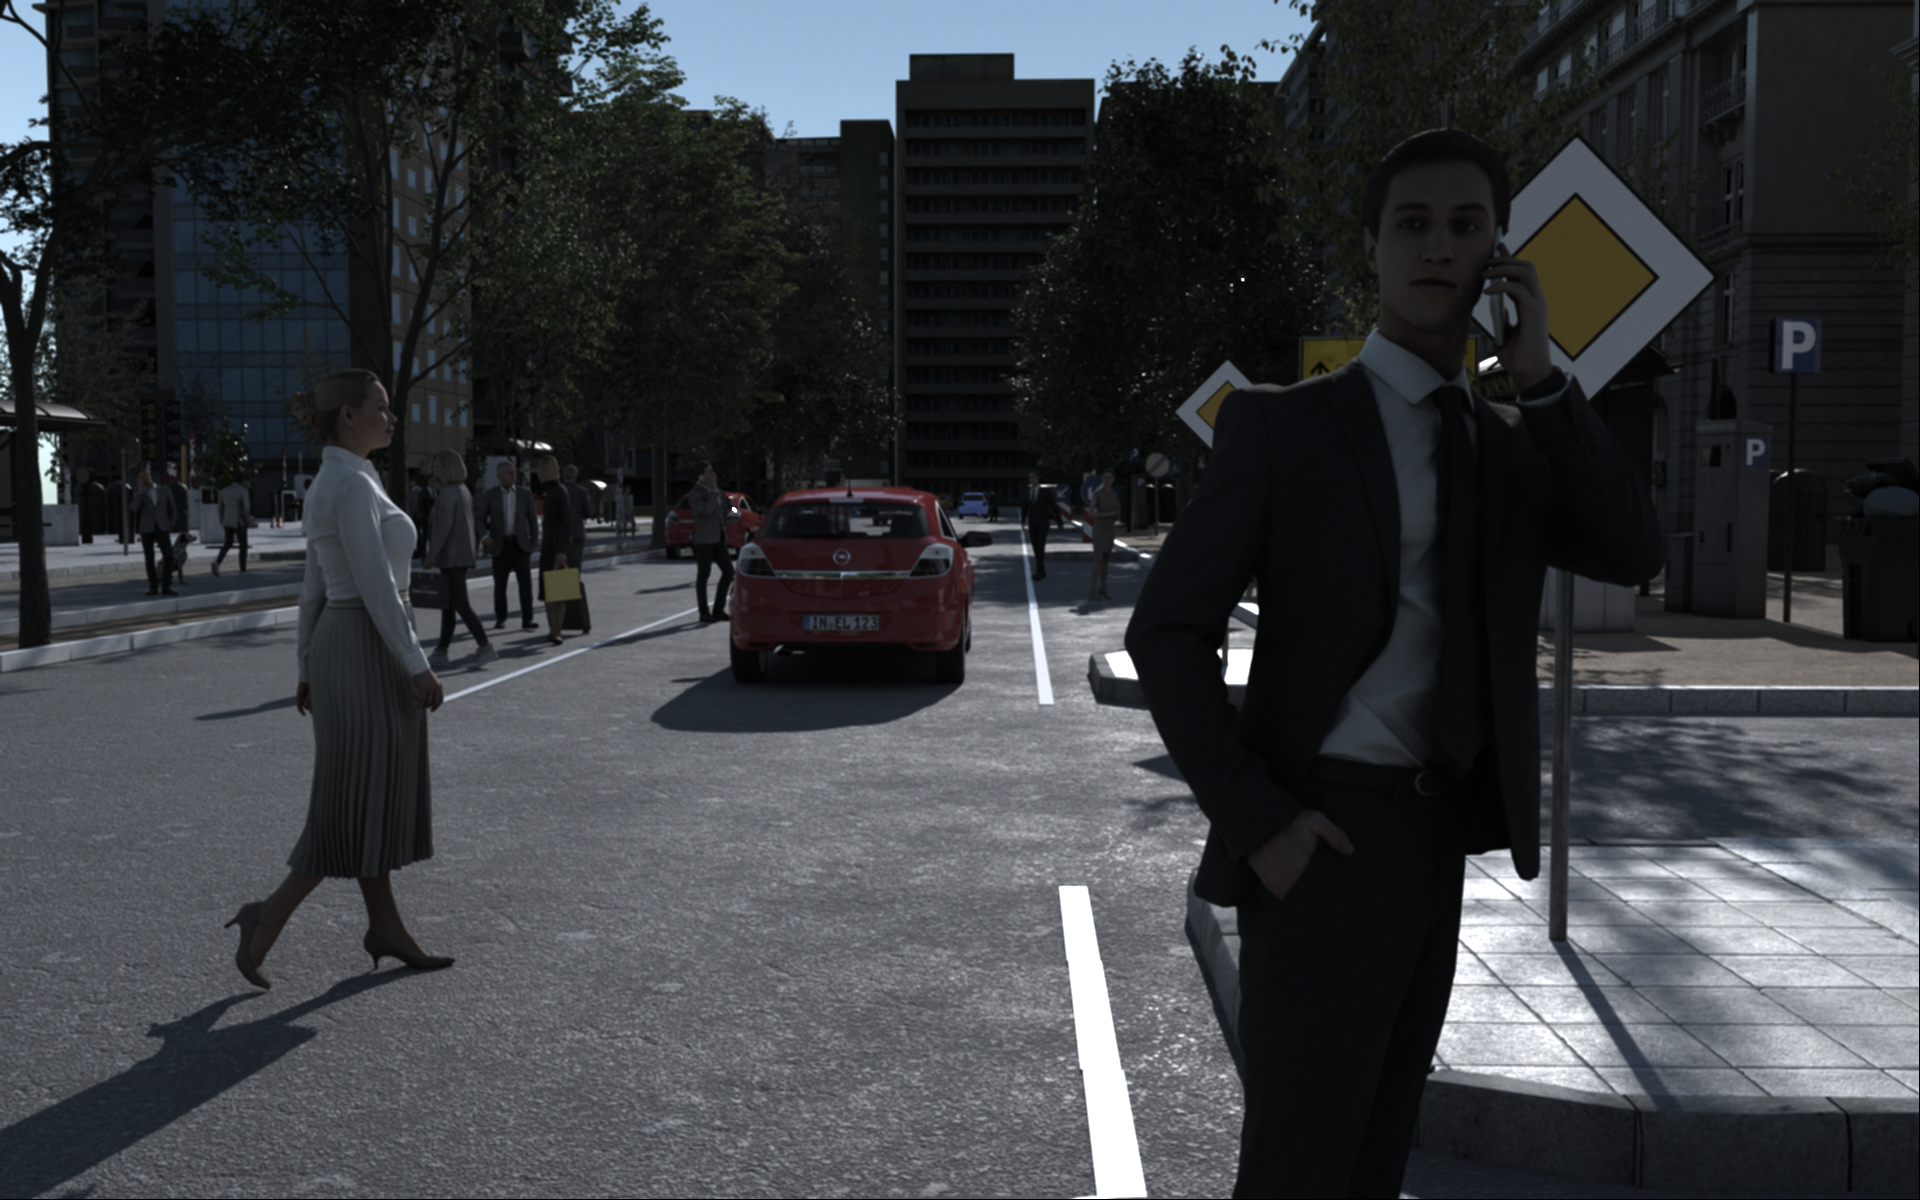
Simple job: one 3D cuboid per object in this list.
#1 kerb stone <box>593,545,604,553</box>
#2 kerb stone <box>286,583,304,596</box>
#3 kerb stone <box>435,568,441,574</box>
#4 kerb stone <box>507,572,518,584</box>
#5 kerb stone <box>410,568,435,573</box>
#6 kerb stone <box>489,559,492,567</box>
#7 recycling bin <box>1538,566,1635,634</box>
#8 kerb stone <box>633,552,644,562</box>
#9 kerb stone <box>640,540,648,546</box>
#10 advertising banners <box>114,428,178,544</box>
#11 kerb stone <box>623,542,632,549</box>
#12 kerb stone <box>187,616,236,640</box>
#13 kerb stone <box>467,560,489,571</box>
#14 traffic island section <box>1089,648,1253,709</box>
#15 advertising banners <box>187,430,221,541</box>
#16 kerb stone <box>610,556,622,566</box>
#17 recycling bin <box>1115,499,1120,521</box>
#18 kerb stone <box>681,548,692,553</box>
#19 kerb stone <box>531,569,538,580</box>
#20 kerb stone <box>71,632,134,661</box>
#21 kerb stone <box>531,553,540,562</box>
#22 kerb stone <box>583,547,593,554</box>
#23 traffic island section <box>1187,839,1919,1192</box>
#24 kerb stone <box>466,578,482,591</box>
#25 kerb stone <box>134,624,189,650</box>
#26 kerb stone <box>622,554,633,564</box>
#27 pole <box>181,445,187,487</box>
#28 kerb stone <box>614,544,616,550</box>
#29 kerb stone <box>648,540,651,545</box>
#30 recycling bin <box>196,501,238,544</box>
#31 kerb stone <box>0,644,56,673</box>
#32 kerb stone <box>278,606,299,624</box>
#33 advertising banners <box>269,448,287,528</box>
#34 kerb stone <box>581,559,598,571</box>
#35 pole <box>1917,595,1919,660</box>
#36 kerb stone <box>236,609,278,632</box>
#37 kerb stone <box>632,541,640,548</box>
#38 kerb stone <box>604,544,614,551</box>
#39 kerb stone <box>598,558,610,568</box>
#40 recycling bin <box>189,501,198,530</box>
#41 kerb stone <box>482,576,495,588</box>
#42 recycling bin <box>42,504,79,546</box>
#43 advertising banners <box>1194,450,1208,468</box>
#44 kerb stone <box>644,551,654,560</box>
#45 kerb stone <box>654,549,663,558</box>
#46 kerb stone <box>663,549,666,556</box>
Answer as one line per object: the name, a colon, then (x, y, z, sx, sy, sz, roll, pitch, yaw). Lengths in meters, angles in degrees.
kerb stone: (-8.892, -1.216, 42.073, 0.120, 0.150, 1.000, 0, 4, 2)
kerb stone: (-9.469, -0.151, 24.670, 0.120, 0.150, 1.000, 0, 4, 2)
kerb stone: (-9.262, -0.527, 30.811, 0.120, 0.150, 1.000, 0, 4, 2)
kerb stone: (-7.265, -0.335, 27.672, 0.120, 0.150, 1.000, 0, 4, 2)
kerb stone: (-9.299, -0.464, 29.790, 0.120, 0.150, 1.000, 0, 4, 2)
kerb stone: (-9.169, -0.715, 33.887, 0.120, 0.150, 1.000, 0, 4, 2)
recycling bin: (5.838, -0.229, 16.303, 0.722, 1.027, 0.722, -1, 4, -17)
kerb stone: (-6.963, -0.890, 36.900, 0.120, 0.150, 1.000, 0, 4, 2)
kerb stone: (-8.727, -1.528, 47.186, 0.120, 0.150, 1.000, 0, 4, 2)
advertising banners: (-21.248, -3.008, 45.375, 0.090, 3.025, 2.074, 2, 4, 26)
kerb stone: (-8.794, -1.402, 45.142, 0.120, 0.150, 1.000, 0, 4, 2)
kerb stone: (-7.602, 0.293, 17.437, 0.120, 0.150, 1.000, 0, 4, 2)
kerb stone: (-9.192, -0.652, 32.860, 0.120, 0.150, 1.000, 0, 4, 2)
traffic island section: (2.005, 0.569, 12.985, 2.009, 0.180, 2.903, 0, 4, 2)
advertising banners: (-20.951, -3.180, 48.176, 0.090, 3.025, 2.074, 0, 4, 2)
kerb stone: (-7.033, -0.773, 34.845, 0.120, 0.150, 1.000, 0, 4, 2)
recycling bin: (7.375, -4.341, 83.532, 0.722, 1.027, 0.722, -2, 4, -27)
kerb stone: (-6.754, -1.269, 43.038, 0.120, 0.150, 1.000, 0, 4, 2)
kerb stone: (-7.238, -0.396, 28.694, 0.120, 0.150, 1.000, 0, 4, 2)
kerb stone: (-7.673, 0.419, 15.379, 0.120, 0.150, 1.000, 0, 4, 2)
kerb stone: (-9.055, -0.903, 36.957, 0.120, 0.150, 1.000, 0, 4, 2)
kerb stone: (-8.931, -1.150, 41.049, 0.120, 0.150, 1.000, 0, 4, 2)
traffic island section: (1.744, 1.057, 5.005, 2.009, 0.180, 2.903, 0, 4, 2)
kerb stone: (-7.329, -0.210, 25.625, 0.120, 0.150, 1.000, 0, 4, 2)
kerb stone: (-7.630, 0.358, 16.404, 0.120, 0.150, 1.000, 0, 4, 2)
kerb stone: (-6.993, -0.837, 35.875, 0.120, 0.150, 1.000, 0, 4, 2)
pole: (-32.237, -4.781, 72.009, 0.158, 3.312, 0.155, 0, 3, 0)
kerb stone: (-8.825, -1.341, 44.119, 0.120, 0.150, 1.000, 0, 4, 2)
kerb stone: (-8.698, -1.591, 48.209, 0.120, 0.150, 1.000, 0, 4, 2)
recycling bin: (-19.276, -1.989, 45.070, 0.722, 1.027, 0.722, 3, 4, 38)
kerb stone: (-7.704, 0.482, 14.347, 0.120, 0.150, 1.000, 0, 4, 2)
kerb stone: (-7.532, 0.167, 19.481, 0.120, 0.150, 1.000, 0, 4, 2)
advertising banners: (-25.720, -4.234, 65.411, 0.090, 3.025, 2.074, 0, 4, -4)
kerb stone: (-7.093, -0.646, 32.798, 0.120, 0.150, 1.000, 0, 4, 2)
pole: (7.532, -1.191, 13.324, 0.158, 3.312, 0.155, 0, 3, 0)
kerb stone: (-7.567, 0.230, 18.459, 0.120, 0.150, 1.000, 0, 4, 2)
kerb stone: (-8.759, -1.464, 46.164, 0.120, 0.150, 1.000, 0, 4, 2)
kerb stone: (-8.862, -1.278, 43.097, 0.120, 0.150, 1.000, 0, 4, 2)
kerb stone: (-7.060, -0.711, 33.823, 0.120, 0.150, 1.000, 0, 4, 2)
recycling bin: (-27.485, -3.034, 62.156, 0.722, 1.027, 0.722, 0, 4, -7)
kerb stone: (-7.302, -0.268, 26.647, 0.120, 0.150, 1.000, 0, 4, 2)
recycling bin: (-22.321, -1.851, 42.816, 0.722, 1.027, 0.722, 2, 4, 30)
advertising banners: (10.329, -4.437, 68.730, 2.074, 3.025, 0.090, 1, 4, 8)
kerb stone: (-6.928, -0.959, 37.921, 0.120, 0.150, 1.000, 0, 4, 2)
kerb stone: (-6.888, -1.020, 38.951, 0.120, 0.150, 1.000, 0, 4, 2)
kerb stone: (-6.862, -1.087, 39.972, 0.120, 0.150, 1.000, 0, 4, 2)
